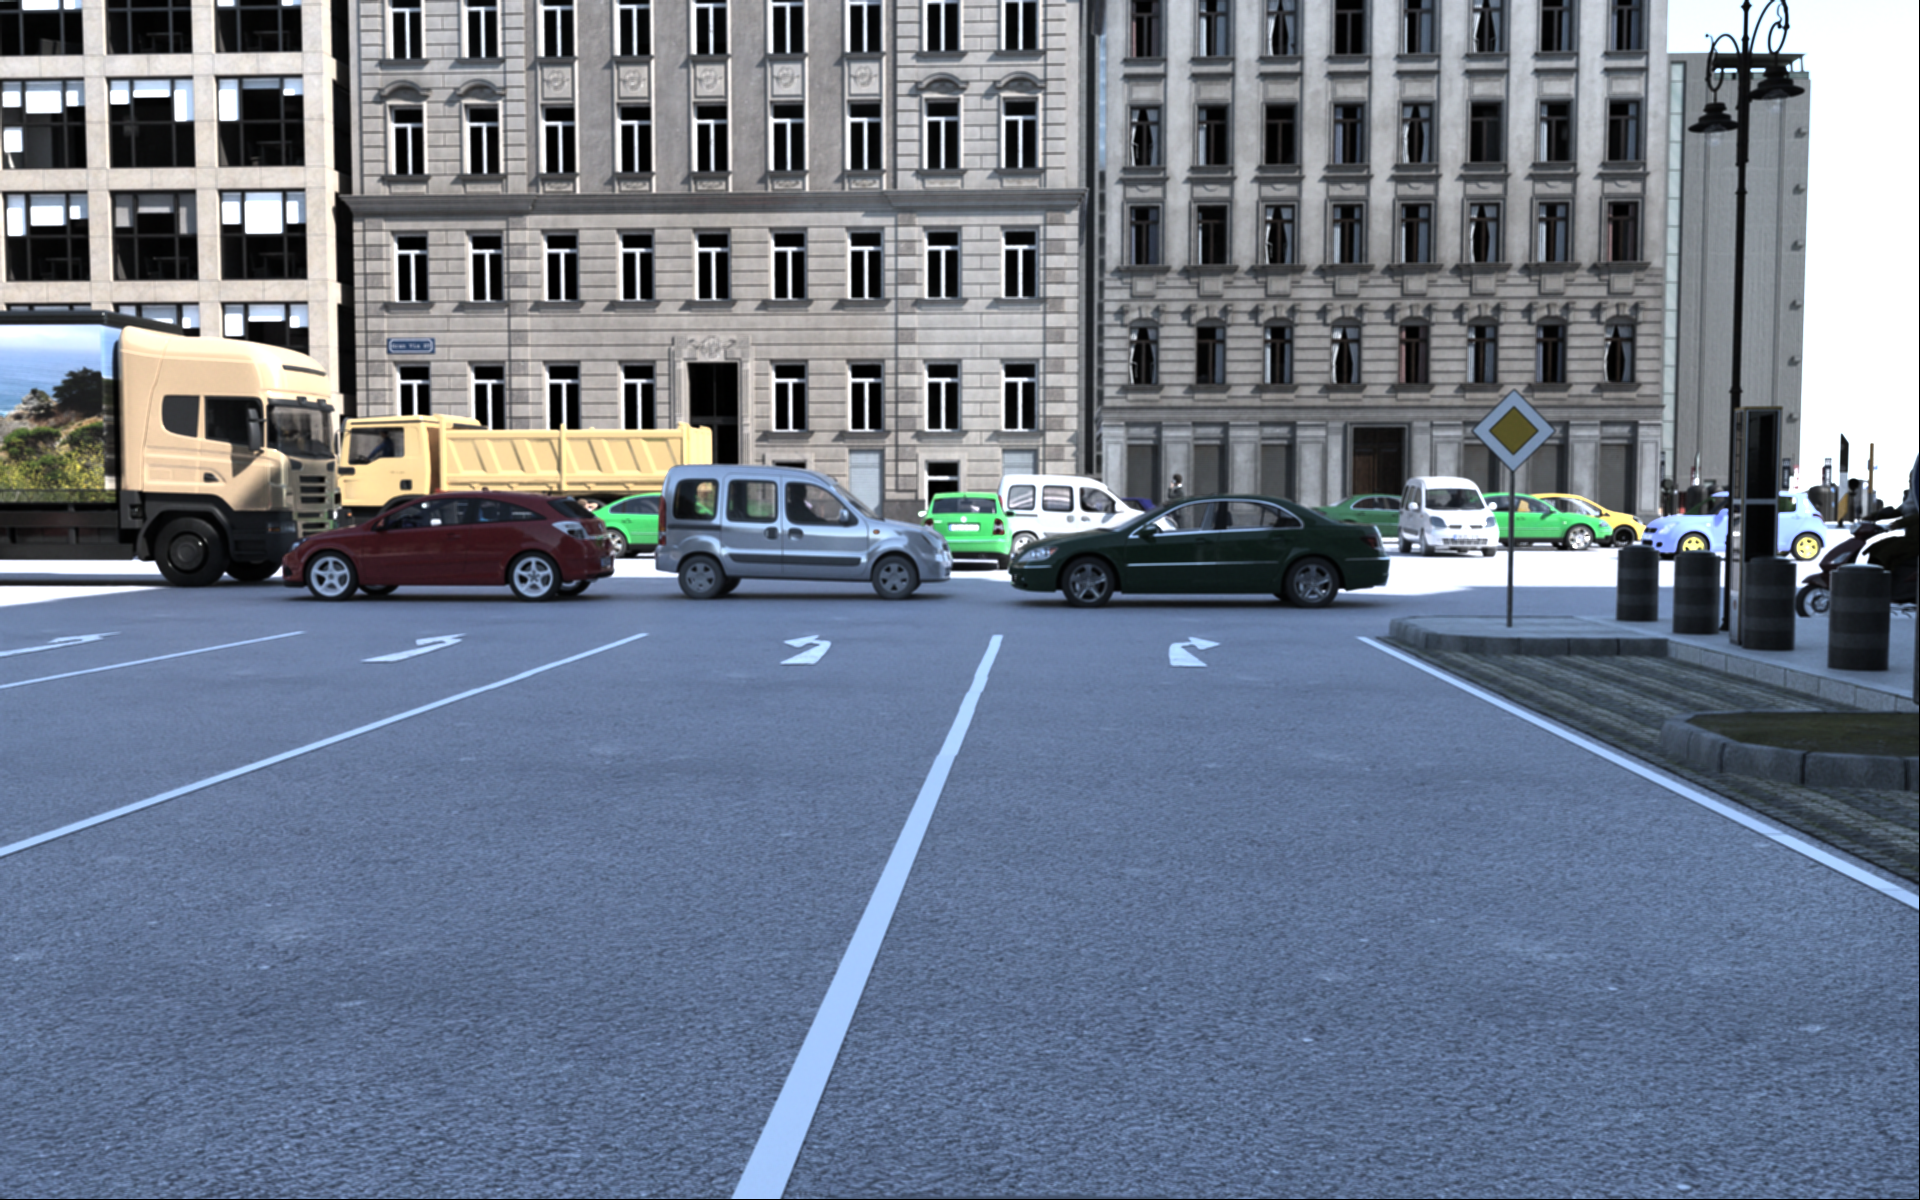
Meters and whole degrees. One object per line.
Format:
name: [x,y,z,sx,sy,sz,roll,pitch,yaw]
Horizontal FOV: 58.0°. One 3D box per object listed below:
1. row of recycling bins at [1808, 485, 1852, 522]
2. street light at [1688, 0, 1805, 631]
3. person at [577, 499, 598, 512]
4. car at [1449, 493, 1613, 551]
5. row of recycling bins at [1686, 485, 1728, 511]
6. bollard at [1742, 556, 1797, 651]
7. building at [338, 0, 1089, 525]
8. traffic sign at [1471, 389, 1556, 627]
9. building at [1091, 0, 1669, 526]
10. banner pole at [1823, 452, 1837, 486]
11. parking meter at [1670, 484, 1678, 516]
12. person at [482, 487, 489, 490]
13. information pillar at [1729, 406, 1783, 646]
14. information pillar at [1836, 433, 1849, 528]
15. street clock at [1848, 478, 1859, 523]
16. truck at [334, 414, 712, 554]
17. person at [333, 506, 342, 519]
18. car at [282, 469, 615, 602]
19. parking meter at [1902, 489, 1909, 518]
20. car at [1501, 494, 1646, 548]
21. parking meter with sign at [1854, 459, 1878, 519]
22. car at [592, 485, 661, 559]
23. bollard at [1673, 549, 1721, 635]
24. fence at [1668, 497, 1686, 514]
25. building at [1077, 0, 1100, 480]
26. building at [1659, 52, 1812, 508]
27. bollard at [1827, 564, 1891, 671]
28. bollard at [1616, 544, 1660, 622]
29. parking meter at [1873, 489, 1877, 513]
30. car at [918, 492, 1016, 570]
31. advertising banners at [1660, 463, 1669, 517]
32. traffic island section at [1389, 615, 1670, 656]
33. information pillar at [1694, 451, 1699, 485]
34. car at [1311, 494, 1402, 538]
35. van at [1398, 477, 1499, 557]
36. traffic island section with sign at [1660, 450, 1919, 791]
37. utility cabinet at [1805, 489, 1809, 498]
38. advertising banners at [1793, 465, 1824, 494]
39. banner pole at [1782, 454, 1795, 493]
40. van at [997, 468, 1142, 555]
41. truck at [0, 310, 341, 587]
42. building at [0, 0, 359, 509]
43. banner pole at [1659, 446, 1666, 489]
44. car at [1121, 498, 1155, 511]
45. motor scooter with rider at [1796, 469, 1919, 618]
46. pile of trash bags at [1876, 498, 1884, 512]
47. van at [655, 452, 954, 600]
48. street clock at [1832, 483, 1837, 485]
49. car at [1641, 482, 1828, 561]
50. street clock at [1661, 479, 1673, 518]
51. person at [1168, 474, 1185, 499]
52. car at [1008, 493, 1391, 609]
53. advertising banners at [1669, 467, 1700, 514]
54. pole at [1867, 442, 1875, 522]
row of recycling bins: [40.072,-4.445,79.794,3.534,1.692,1.069,-3,5,-40]
street light: [7.230,-2.649,16.095,0.468,5.910,1.993,0,4,3]
person: [-6.647,-1.136,30.977,0.340,1.345,0.435,1,4,23]
car: [14.204,-2.169,44.265,4.718,1.807,1.959,0,4,5]
row of recycling bins: [33.673,-4.247,76.554,3.534,1.692,1.069,-1,4,-21]
bollard: [6.702,0.023,14.344,0.404,0.777,0.398,0,3,0]
building: [-7.871,-16.216,62.390,25.104,27.353,12.463,0,4,3]
traffic sign: [5.303,-0.796,16.663,0.795,2.450,0.064,0,4,3]
building: [13.740,-12.888,59.865,18.267,20.994,9.793,0,4,3]
banner pole: [52.294,-6.974,104.046,0.863,3.779,0.401,1,4,11]
parking meter: [41.222,-5.767,100.009,0.399,1.863,0.255,-1,4,-19]
person: [-10.866,-1.811,39.972,0.647,1.594,0.662,0,4,-3]
information pillar: [6.748,-0.624,14.702,0.304,2.012,0.304,1,4,9]
information pillar: [33.528,-4.550,65.741,0.183,3.616,0.504,0,4,-6]
street clock: [39.793,-4.442,77.195,0.471,2.002,0.358,2,4,24]
truck: [-11.226,-2.882,43.051,9.791,3.379,3.469,0,4,4]
person: [-16.971,-2.331,47.157,0.362,1.759,0.519,-2,4,-33]
car: [-7.040,-0.904,23.819,4.494,1.783,2.155,0,4,3]
parking meter: [46.484,-4.685,85.010,0.372,1.533,0.369,0,3,0]
car: [16.430,-2.230,46.678,3.980,1.641,2.015,0,4,3]
parking meter with sign: [45.672,-5.593,87.709,0.543,3.016,1.738,0,4,-5]
car: [-6.278,-1.838,38.847,4.718,1.807,1.959,0,4,3]
bollard: [6.794,-0.077,15.972,0.404,0.777,0.398,0,3,0]
fence: [43.365,-5.759,105.367,2.264,1.192,0.480,2,4,31]
building: [19.549,-48.027,223.495,20.611,71.187,20.563,0,4,3]
building: [70.060,-29.378,163.917,14.086,41.232,14.154,0,4,3]
bollard: [6.606,0.122,12.723,0.404,0.777,0.398,0,3,0]
bollard: [6.886,-0.176,17.595,0.404,0.777,0.398,0,3,0]
parking meter: [44.204,-4.619,83.926,0.372,1.533,0.369,0,3,0]
car: [0.120,-1.548,34.105,1.959,1.807,4.718,0,4,1]
advertising banners: [39.288,-6.157,96.850,0.090,3.025,2.074,1,4,14]
traffic island section: [5.327,0.339,16.738,2.009,0.180,2.903,0,4,3]
information pillar: [39.618,-6.227,93.170,0.183,3.616,0.504,3,4,37]
car: [12.538,-2.373,50.602,4.920,1.459,2.131,0,4,2]
van: [11.484,-2.071,40.873,2.013,2.044,4.112,0,4,4]
traffic island section with sign: [4.907,-0.036,9.214,1.989,1.847,2.006,0,4,3]
utility cabinet: [40.604,-4.483,81.971,0.318,1.500,1.173,-2,4,-34]
advertising banners: [53.765,-6.915,109.251,2.074,3.025,0.090,1,4,11]
banner pole: [51.317,-7.170,107.252,0.863,3.779,0.401,2,4,35]
van: [2.760,-1.887,37.864,4.112,2.044,2.013,0,4,2]
truck: [-15.192,-2.375,27.740,11.283,4.237,2.839,0,4,3]
building: [-37.311,-16.083,67.466,34.151,26.468,19.350,0,4,3]
banner pole: [36.291,-6.096,89.679,0.401,3.779,0.863,0,4,-4]
car: [4.007,-2.219,48.860,3.894,1.354,1.945,0,4,4]
motor scooter with rider: [10.218,-0.616,19.038,1.986,1.779,0.876,0,4,4]
pile of trash bags: [48.098,-5.038,92.129,1.912,1.369,3.447,1,4,20]
van: [-2.141,-1.050,24.177,4.112,2.044,2.013,0,4,2]
street clock: [56.612,-6.592,112.351,0.471,2.002,0.358,2,4,24]
car: [16.809,-1.720,37.719,3.694,1.707,1.945,0,4,3]
street clock: [33.346,-4.720,81.738,0.471,2.002,0.358,-1,4,-18]
person: [5.133,-2.044,41.276,0.474,1.900,0.648,0,4,-1]
car: [3.080,-0.658,22.559,4.920,1.459,2.131,0,4,2]
advertising banners: [46.115,-6.998,110.602,2.074,3.025,0.090,1,4,22]
pole: [36.024,-4.566,68.493,0.158,3.312,0.155,0,3,0]
